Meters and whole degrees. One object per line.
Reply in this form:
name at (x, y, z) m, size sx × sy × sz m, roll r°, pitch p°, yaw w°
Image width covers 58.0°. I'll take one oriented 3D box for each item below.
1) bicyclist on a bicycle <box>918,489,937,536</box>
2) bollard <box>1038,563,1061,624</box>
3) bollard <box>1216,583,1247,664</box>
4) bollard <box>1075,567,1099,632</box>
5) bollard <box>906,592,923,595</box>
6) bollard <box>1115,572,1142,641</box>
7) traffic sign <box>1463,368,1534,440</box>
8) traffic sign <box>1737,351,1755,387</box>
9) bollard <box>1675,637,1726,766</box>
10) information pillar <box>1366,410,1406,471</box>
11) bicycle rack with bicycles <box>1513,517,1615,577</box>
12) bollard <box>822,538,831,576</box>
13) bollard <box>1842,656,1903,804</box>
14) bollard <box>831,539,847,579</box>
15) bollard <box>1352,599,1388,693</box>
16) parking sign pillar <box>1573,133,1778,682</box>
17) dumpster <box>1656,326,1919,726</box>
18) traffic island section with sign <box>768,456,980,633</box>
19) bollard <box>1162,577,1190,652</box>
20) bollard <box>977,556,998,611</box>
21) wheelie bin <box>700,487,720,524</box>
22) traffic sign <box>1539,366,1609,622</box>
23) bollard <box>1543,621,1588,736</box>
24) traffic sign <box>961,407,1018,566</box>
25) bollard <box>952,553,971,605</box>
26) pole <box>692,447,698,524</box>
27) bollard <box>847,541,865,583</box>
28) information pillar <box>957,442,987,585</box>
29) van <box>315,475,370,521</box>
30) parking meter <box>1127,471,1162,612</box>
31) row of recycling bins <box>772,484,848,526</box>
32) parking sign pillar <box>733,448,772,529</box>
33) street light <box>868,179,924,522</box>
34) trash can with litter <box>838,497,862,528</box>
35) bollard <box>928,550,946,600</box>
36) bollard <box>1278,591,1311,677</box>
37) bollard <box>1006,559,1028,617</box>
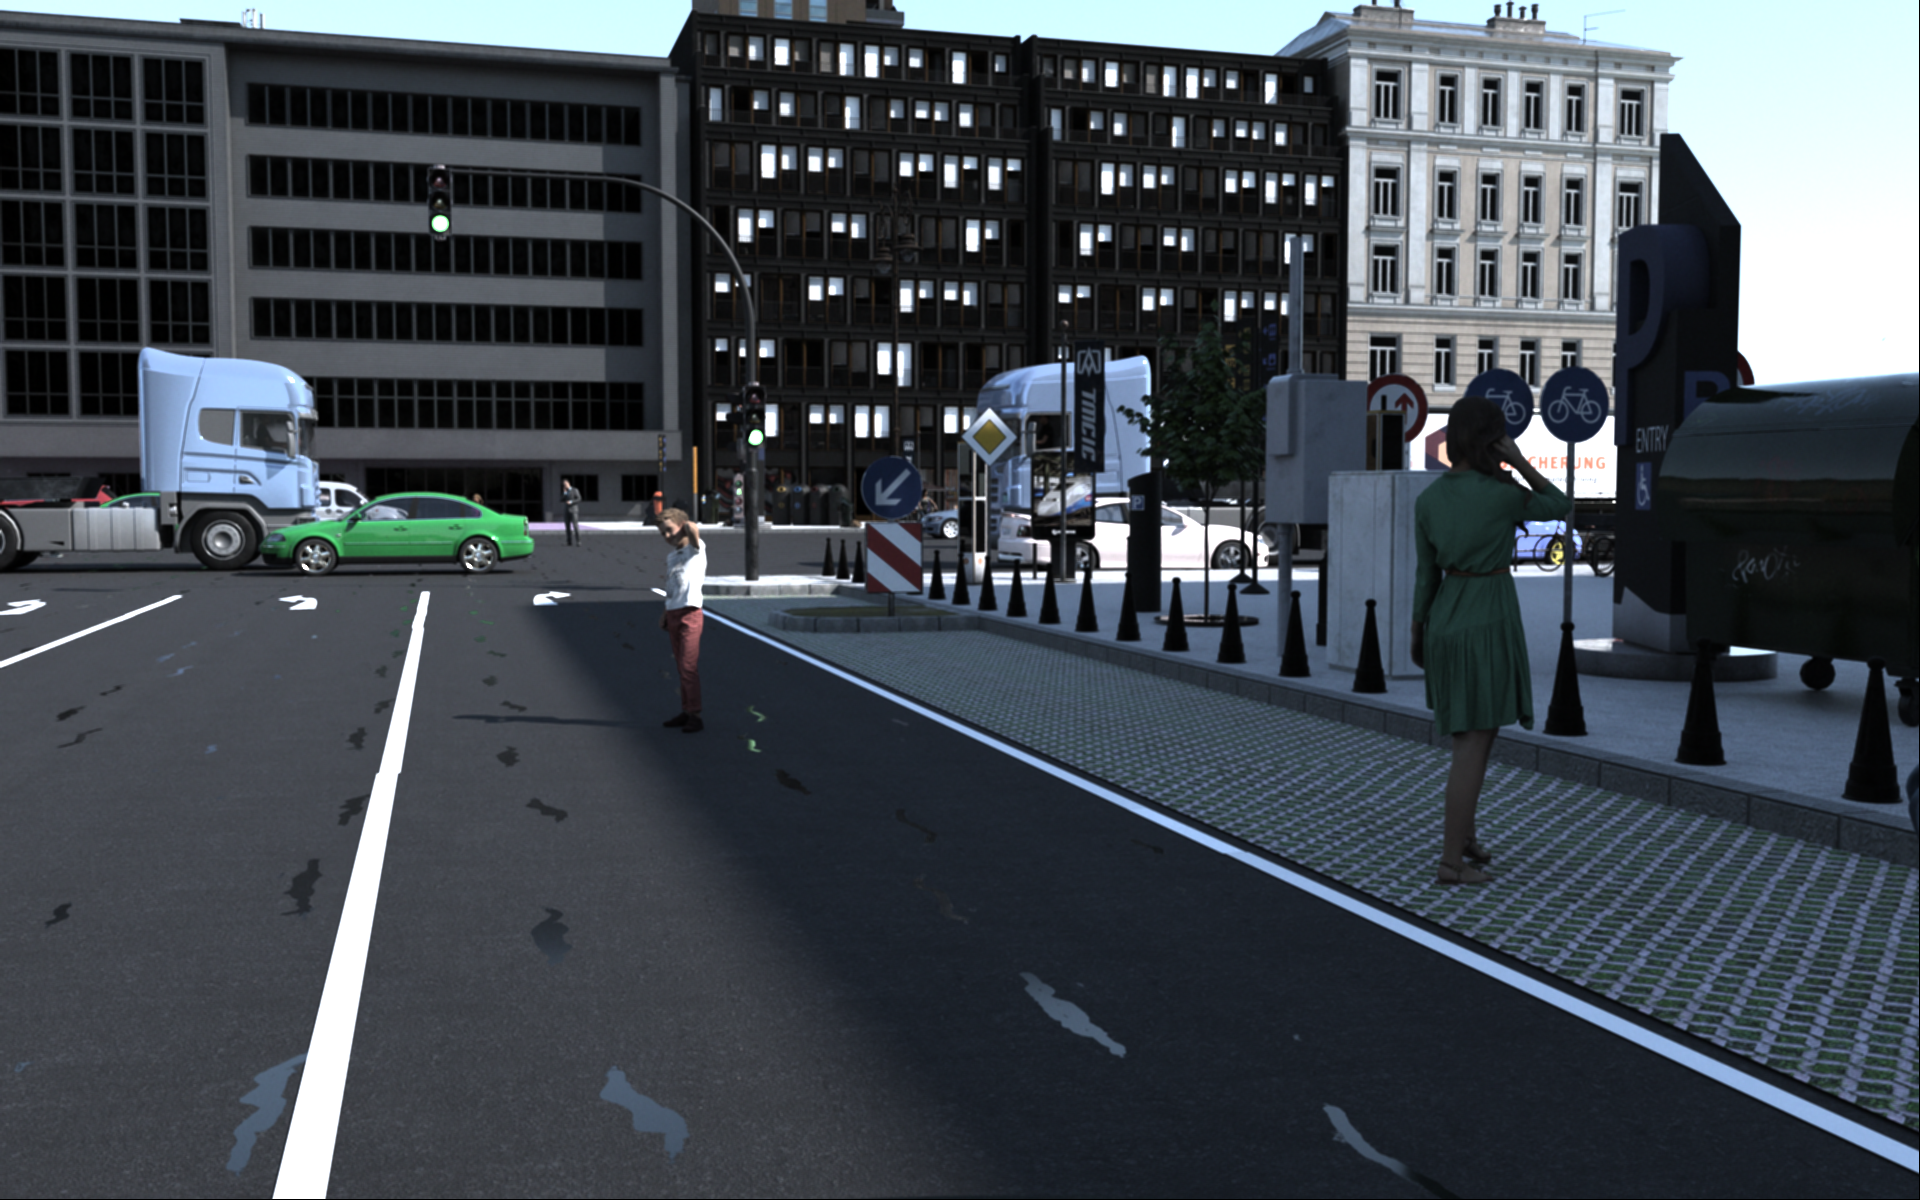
bicyclist on a bicycle at (-1.196, -3.067, 60.169) m, size 1.499 × 1.676 × 1.625 m, roll -1°, pitch 4°, yaw -18°
bollard at (0.890, -0.070, 17.184) m, size 0.229 × 0.601 × 0.229 m, roll 0°, pitch 3°, yaw 0°
bollard at (2.072, 0.174, 13.201) m, size 0.229 × 0.601 × 0.229 m, roll 0°, pitch 3°, yaw 0°
bollard at (1.187, -0.009, 16.192) m, size 0.229 × 0.601 × 0.229 m, roll 0°, pitch 3°, yaw 0°
bollard at (-0.577, -0.372, 22.129) m, size 0.229 × 0.601 × 0.229 m, roll 0°, pitch 3°, yaw 0°
bollard at (1.480, 0.052, 15.191) m, size 0.229 × 0.601 × 0.229 m, roll 0°, pitch 3°, yaw 0°
traffic sign at (5.453, -1.074, 17.668) m, size 0.768 × 2.556 × 0.104 m, roll 0°, pitch 4°, yaw -7°
traffic sign at (6.344, -0.891, 14.675) m, size 0.768 × 2.556 × 0.104 m, roll -1°, pitch 4°, yaw -12°
bollard at (3.542, 0.476, 8.267) m, size 0.229 × 0.601 × 0.229 m, roll 0°, pitch 3°, yaw 0°
information pillar at (3.732, -0.667, 15.394) m, size 0.304 × 2.012 × 0.304 m, roll -2°, pitch 4°, yaw -27°
bicycle rack with bicycles at (10.562, -0.904, 28.162) m, size 2.925 × 0.926 × 2.852 m, roll -2°, pitch 4°, yaw -24°
bollard at (-2.055, -0.676, 27.095) m, size 0.229 × 0.601 × 0.229 m, roll 0°, pitch 3°, yaw 0°
bollard at (3.837, 0.537, 7.267) m, size 0.229 × 0.601 × 0.229 m, roll 0°, pitch 3°, yaw 0°
bollard at (-1.762, -0.616, 26.110) m, size 0.229 × 0.601 × 0.229 m, roll 0°, pitch 3°, yaw 0°
bollard at (2.661, 0.294, 11.234) m, size 0.229 × 0.601 × 0.229 m, roll 0°, pitch 3°, yaw 0°
parking sign pillar at (5.118, -1.464, 12.412) m, size 1.447 × 3.967 × 1.447 m, roll 0°, pitch 4°, yaw 4°
dumpster at (5.430, -0.482, 10.369) m, size 1.502 × 2.255 × 1.985 m, roll -1°, pitch 4°, yaw -17°
traffic island section with sign at (-1.019, -0.618, 18.738) m, size 1.989 × 1.847 × 2.006 m, roll -1°, pitch 4°, yaw -16°
bollard at (1.773, 0.113, 14.201) m, size 0.229 × 0.601 × 0.229 m, roll 0°, pitch 3°, yaw 0°
bollard at (0.306, -0.190, 19.154) m, size 0.229 × 0.601 × 0.229 m, roll 0°, pitch 3°, yaw 0°
wheelie bin at (-10.560, -4.005, 73.393) m, size 0.693 × 1.594 × 0.980 m, roll 1°, pitch 4°, yaw 21°
traffic sign at (6.115, -1.055, 17.358) m, size 0.768 × 2.556 × 0.104 m, roll -1°, pitch 4°, yaw -13°
bollard at (3.243, 0.415, 9.262) m, size 0.229 × 0.601 × 0.229 m, roll 0°, pitch 3°, yaw 0°
traffic sign at (0.382, -1.337, 23.040) m, size 0.795 × 2.450 × 0.064 m, roll -1°, pitch 4°, yaw -16°
bollard at (0.013, -0.251, 20.138) m, size 0.229 × 0.601 × 0.229 m, roll 0°, pitch 3°, yaw 0°
pole at (-11.374, -4.923, 74.331) m, size 0.158 × 3.312 × 0.155 m, roll 0°, pitch 3°, yaw 0°
bollard at (-1.464, -0.555, 25.111) m, size 0.229 × 0.601 × 0.229 m, roll 0°, pitch 3°, yaw 0°
information pillar at (0.170, -1.221, 24.455) m, size 0.304 × 2.012 × 0.304 m, roll 3°, pitch 4°, yaw 38°
van at (-19.332, -2.890, 54.258) m, size 4.112 × 2.044 × 2.013 m, roll -1°, pitch 4°, yaw -16°
parking meter at (2.013, -0.643, 18.921) m, size 0.372 × 1.533 × 0.369 m, roll 0°, pitch 3°, yaw 0°
row of recycling bins at (-6.116, -3.889, 70.698) m, size 3.534 × 1.692 × 1.069 m, roll 2°, pitch 4°, yaw 27°
parking sign pillar at (-7.774, -4.668, 64.792) m, size 1.447 × 3.967 × 1.447 m, roll -2°, pitch 4°, yaw -32°
street light at (-0.962, -3.244, 25.819) m, size 0.468 × 5.910 × 1.993 m, roll -1°, pitch 4°, yaw -16°
trash can with litter at (-4.151, -3.337, 65.953) m, size 1.055 × 1.170 × 0.624 m, roll 3°, pitch 4°, yaw 39°
bollard at (-0.281, -0.311, 21.128) m, size 0.229 × 0.601 × 0.229 m, roll 0°, pitch 3°, yaw 0°
bollard at (2.364, 0.234, 12.217) m, size 0.229 × 0.601 × 0.229 m, roll 0°, pitch 3°, yaw 0°
bollard at (0.596, -0.130, 18.168) m, size 0.229 × 0.601 × 0.229 m, roll 0°, pitch 3°, yaw 0°
